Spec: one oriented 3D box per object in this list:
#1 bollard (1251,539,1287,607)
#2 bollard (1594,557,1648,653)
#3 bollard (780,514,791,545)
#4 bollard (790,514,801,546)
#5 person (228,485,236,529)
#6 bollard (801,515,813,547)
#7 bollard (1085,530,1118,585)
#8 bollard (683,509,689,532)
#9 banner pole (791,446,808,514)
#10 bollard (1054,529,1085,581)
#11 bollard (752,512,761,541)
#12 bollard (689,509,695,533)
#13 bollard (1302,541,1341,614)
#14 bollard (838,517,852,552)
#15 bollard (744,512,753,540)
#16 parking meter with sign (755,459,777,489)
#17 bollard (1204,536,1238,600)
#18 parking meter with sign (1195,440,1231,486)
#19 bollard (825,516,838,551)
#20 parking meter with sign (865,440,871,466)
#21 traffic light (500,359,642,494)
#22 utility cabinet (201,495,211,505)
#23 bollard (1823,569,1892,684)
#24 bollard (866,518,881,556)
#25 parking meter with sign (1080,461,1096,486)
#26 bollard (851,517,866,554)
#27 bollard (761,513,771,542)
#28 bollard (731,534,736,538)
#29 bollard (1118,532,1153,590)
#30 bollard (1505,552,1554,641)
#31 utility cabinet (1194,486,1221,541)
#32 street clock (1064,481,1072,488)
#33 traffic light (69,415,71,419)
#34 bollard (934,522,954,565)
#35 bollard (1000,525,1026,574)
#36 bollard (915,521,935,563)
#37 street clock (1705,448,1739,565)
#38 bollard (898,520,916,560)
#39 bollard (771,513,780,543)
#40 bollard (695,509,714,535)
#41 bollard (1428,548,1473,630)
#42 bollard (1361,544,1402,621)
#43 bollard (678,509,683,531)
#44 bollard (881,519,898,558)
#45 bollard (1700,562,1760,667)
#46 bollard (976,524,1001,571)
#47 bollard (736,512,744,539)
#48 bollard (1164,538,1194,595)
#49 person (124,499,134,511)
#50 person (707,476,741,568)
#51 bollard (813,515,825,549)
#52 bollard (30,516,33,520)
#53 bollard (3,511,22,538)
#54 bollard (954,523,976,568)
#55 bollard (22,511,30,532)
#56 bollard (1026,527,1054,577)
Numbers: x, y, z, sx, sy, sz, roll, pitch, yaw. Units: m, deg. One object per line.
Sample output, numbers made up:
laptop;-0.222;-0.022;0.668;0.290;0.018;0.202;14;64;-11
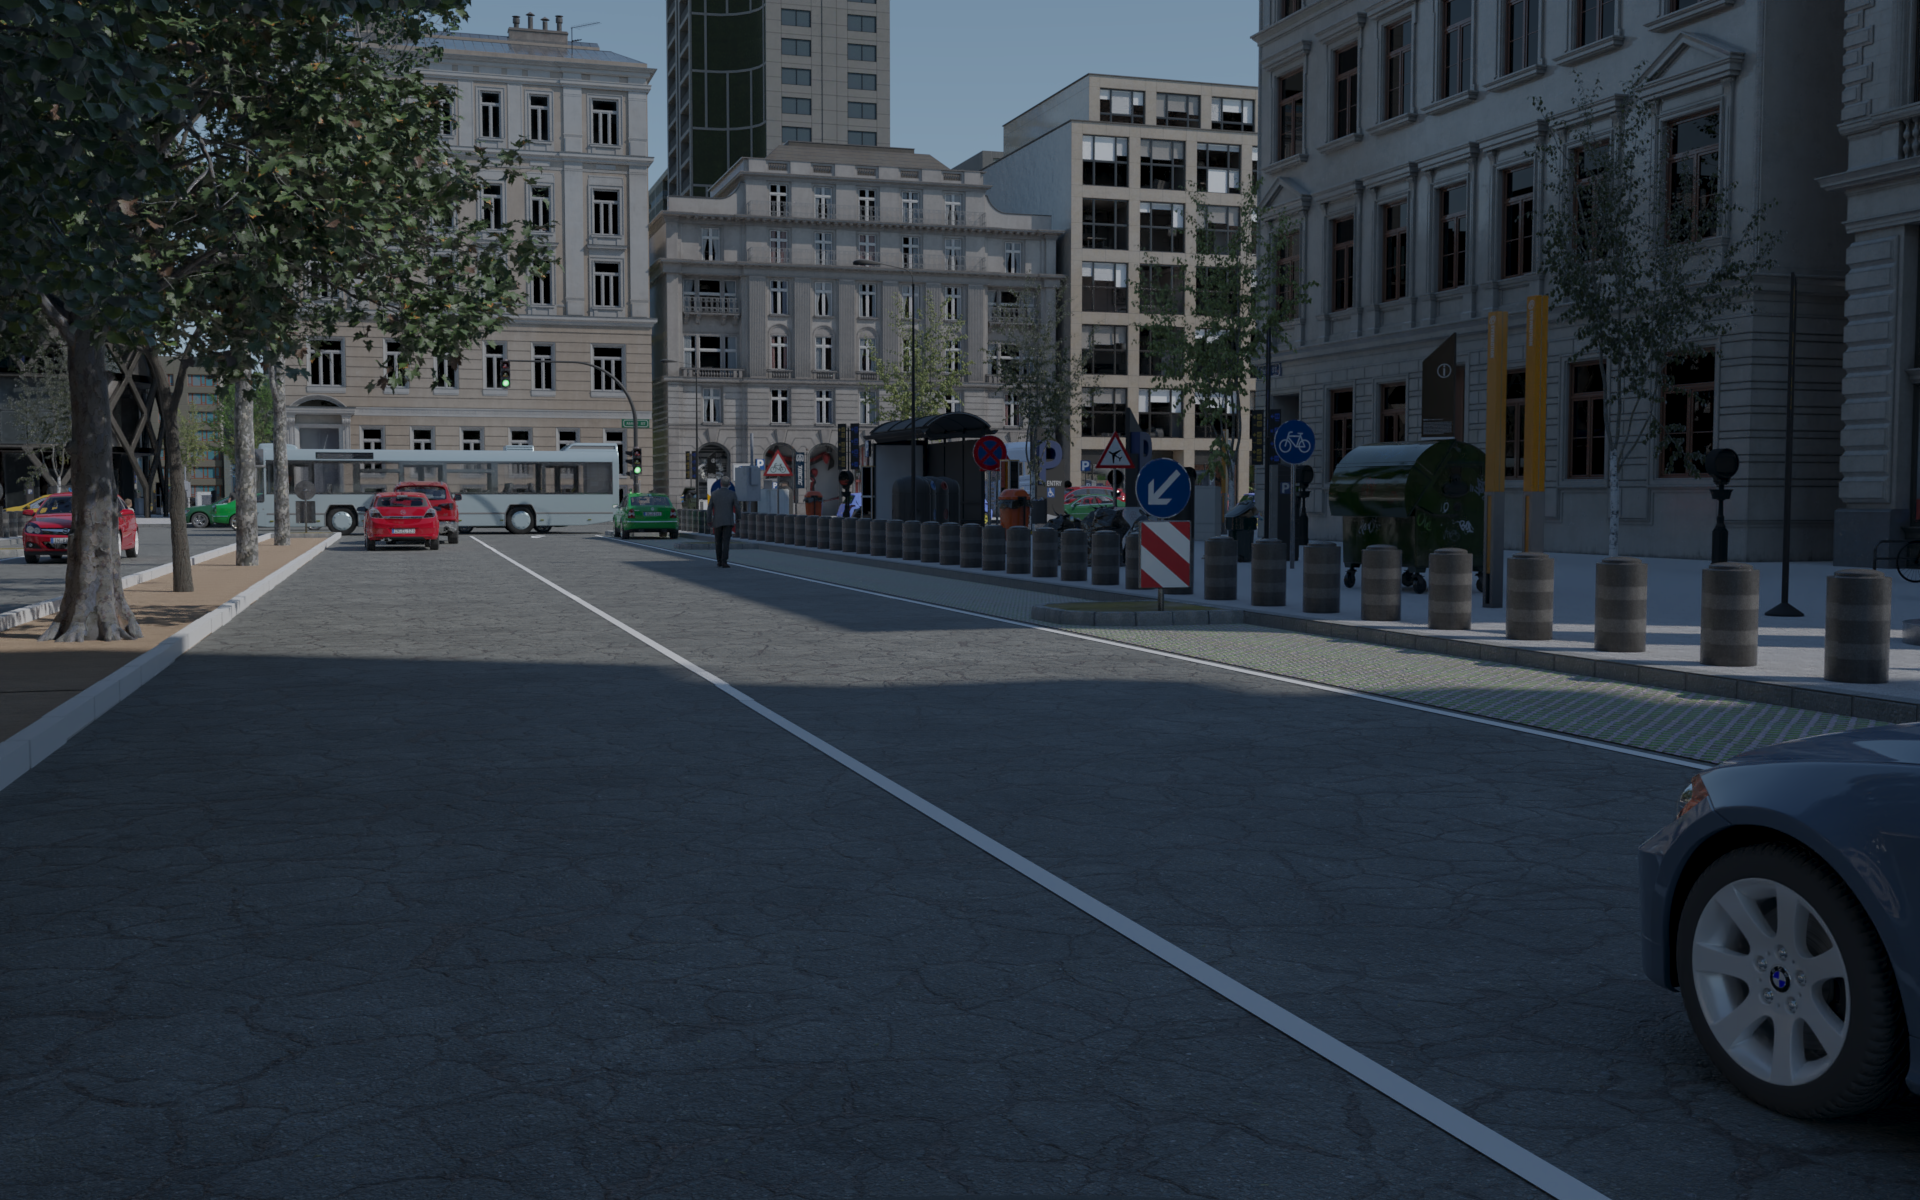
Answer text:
bollard;3.551;-0.318;19.914;0.404;0.777;0.398;0;3;0
bollard;5.409;0.033;14.174;0.404;0.777;0.398;0;3;0
bollard;-4.270;-1.794;44.044;0.404;0.777;0.398;0;3;0
bollard;-3.897;-1.723;42.891;0.404;0.777;0.398;0;3;0
person;-30.088;-3.875;71.986;0.598;1.807;0.434;-2;4;-28
bollard;-3.524;-1.653;41.749;0.404;0.777;0.398;0;3;0
bollard;2.061;-0.599;24.513;0.404;0.777;0.398;0;3;0
bollard;-9.109;-2.707;58.984;0.404;0.777;0.398;0;3;0
banner pole;-8.534;-6.164;90.801;0.863;3.779;0.401;-1;4;-12
bollard;1.690;-0.669;25.657;0.404;0.777;0.398;0;3;0
bollard;-5.385;-2.004;47.487;0.404;0.777;0.398;0;3;0
bollard;-8.737;-2.638;57.841;0.404;0.777;0.398;0;3;0
bollard;3.920;-0.248;18.770;0.404;0.777;0.398;0;3;0
bollard;-2.405;-1.441;38.284;0.404;0.777;0.398;0;3;0
bollard;-5.753;-2.074;48.631;0.404;0.777;0.398;0;3;0
parking meter with sign;-9.337;-5.449;85.356;1.738;3.016;0.543;3;5;44
bollard;3.173;-0.389;21.069;0.404;0.777;0.398;0;3;0
parking meter with sign;7.857;-3.652;55.967;1.738;3.016;0.543;3;5;41
bollard;-2.773;-1.511;39.428;0.404;0.777;0.398;0;3;0
parking meter with sign;-2.178;-3.677;56.388;1.738;3.016;0.543;-1;4;-15
traffic light;-13.199;-5.166;59.132;4.771;5.953;1.251;-1;4;-18
utility cabinet;-50.569;-6.450;116.618;1.020;1.237;0.306;1;4;22
bollard;6.152;0.174;11.872;0.404;0.777;0.398;0;3;0
bollard;-1.663;-1.302;35.998;0.404;0.777;0.398;0;3;0
parking meter with sign;6.864;-5.783;90.806;0.543;3.016;1.738;2;4;24
bollard;-2.031;-1.372;37.142;0.404;0.777;0.398;0;3;0
bollard;-5.016;-1.934;46.342;0.404;0.777;0.398;0;3;0
bollard;-6.498;-2.215;50.933;0.404;0.777;0.398;0;3;0
bollard;2.432;-0.529;23.370;0.404;0.777;0.398;0;3;0
bollard;5.040;-0.037;15.318;0.404;0.777;0.398;0;3;0
utility cabinet;6.556;-2.364;47.327;1.173;1.500;0.318;3;5;40
street clock;5.723;-5.376;92.463;0.471;2.002;0.358;-1;4;-15
traffic light;-27.607;-4.018;54.611;0.839;4.253;0.868;-1;4;-18
bollard;-0.171;-1.020;31.401;0.404;0.777;0.398;0;3;0
bollard;0.945;-0.809;27.951;0.404;0.777;0.398;0;3;0
bollard;-0.541;-1.090;32.544;0.404;0.777;0.398;0;3;0
street clock;12.081;-1.403;27.502;0.471;2.002;0.358;-1;4;-16
bollard;-0.919;-1.161;33.703;0.404;0.777;0.398;0;3;0
bollard;-4.636;-1.864;45.189;0.404;0.777;0.398;0;3;0
bollard;-8.368;-2.568;56.698;0.404;0.777;0.398;0;3;0
bollard;4.663;-0.108;16.476;0.404;0.777;0.398;0;3;0
bollard;4.289;-0.178;17.627;0.404;0.777;0.398;0;3;0
bollard;-9.476;-2.778;60.134;0.404;0.777;0.398;0;3;0
bollard;-1.291;-1.232;34.853;0.404;0.777;0.398;0;3;0
bollard;5.783;0.104;13.016;0.404;0.777;0.398;0;3;0
bollard;0.570;-0.880;29.104;0.404;0.777;0.398;0;3;0
bollard;-6.125;-2.144;49.774;0.404;0.777;0.398;0;3;0
bollard;2.801;-0.459;22.226;0.404;0.777;0.398;0;3;0
person;-21.853;-2.004;45.508;0.306;1.304;0.590;-1;4;-13
person;-4.617;-1.531;33.923;0.661;1.777;0.834;0;4;-4
bollard;-3.146;-1.582;40.581;0.404;0.777;0.398;0;3;0
bollard;-29.286;-2.423;54.337;0.404;0.777;0.398;0;3;0
bollard;-28.539;-2.282;52.024;0.404;0.777;0.398;0;3;0
bollard;0.198;-0.950;30.252;0.404;0.777;0.398;0;3;0
bollard;-28.903;-2.352;53.169;0.404;0.777;0.398;0;3;0
bollard;1.316;-0.739;26.799;0.404;0.777;0.398;0;3;0
